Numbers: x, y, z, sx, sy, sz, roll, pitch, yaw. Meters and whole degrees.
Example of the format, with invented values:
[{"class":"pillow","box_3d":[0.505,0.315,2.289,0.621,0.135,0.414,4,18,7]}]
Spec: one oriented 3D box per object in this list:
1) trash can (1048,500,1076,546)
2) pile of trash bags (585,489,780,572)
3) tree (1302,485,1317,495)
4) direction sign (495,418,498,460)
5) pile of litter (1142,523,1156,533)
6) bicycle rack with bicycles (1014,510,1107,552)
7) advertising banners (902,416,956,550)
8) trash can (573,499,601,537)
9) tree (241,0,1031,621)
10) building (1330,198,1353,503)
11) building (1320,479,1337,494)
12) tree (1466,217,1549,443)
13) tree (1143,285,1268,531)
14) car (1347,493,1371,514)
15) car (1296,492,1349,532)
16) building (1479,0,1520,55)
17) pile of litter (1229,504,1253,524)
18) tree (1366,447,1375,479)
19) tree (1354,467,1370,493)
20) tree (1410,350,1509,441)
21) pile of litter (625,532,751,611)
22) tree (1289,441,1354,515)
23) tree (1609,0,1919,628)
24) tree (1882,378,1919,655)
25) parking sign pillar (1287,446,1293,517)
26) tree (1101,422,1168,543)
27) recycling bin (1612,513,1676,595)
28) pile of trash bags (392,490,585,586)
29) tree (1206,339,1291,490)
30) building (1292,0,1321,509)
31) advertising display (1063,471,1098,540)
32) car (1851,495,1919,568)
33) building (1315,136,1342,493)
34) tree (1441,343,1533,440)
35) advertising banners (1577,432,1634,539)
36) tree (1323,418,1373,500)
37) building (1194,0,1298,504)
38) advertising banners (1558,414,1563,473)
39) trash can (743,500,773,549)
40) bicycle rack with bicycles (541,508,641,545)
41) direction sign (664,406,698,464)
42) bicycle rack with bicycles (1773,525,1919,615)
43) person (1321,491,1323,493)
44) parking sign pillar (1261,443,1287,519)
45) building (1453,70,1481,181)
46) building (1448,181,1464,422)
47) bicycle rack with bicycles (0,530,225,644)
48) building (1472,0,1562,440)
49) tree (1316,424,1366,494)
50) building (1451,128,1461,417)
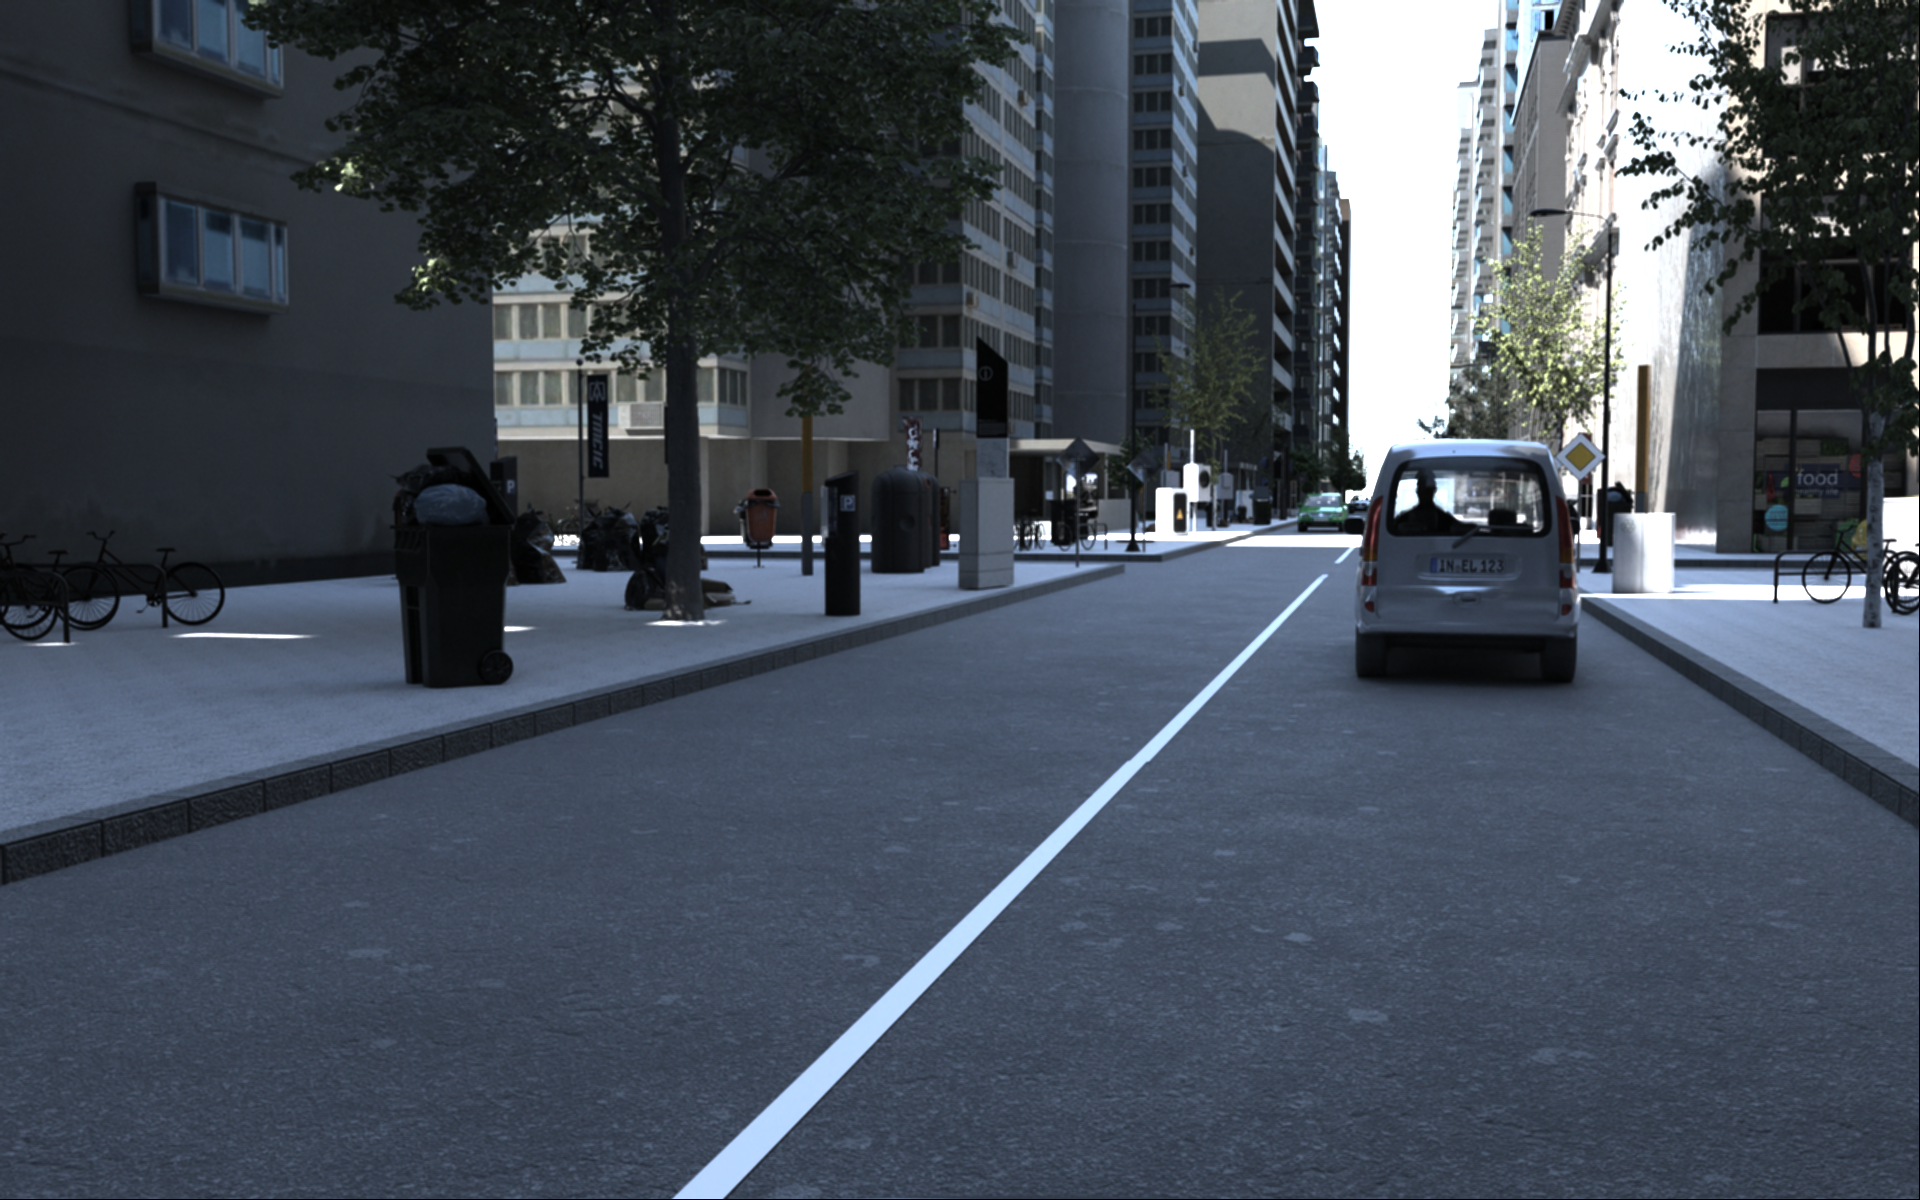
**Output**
[{"class":"trash can","box_3d":[2.566,-1.929,43.190,0.748,1.137,0.748,0,3,0]},{"class":"pile of trash bags","box_3d":[-4.813,-1.222,29.729,3.447,1.369,1.912,-1,4,-16]},{"class":"tree","box_3d":[25.171,-8.035,125.977,1.663,3.219,1.824,0,3,0]},{"class":"direction sign","box_3d":[-14.225,-3.646,51.614,0.876,3.537,0.379,-1,4,-15]},{"class":"pile of litter","box_3d":[6.672,-2.716,58.364,1.176,0.858,1.719,2,4,27]},{"class":"bicycle rack with bicycles","box_3d":[2.016,-1.601,39.556,2.852,0.926,2.925,2,4,27]},{"class":"advertising banners","box_3d":[-0.426,-2.646,39.453,2.074,3.025,0.090,-2,4,-32]},{"class":"trash can","box_3d":[-10.336,-2.222,47.991,0.748,1.137,0.748,0,3,0]},{"class":"tree","box_3d":[-3.143,-6.087,17.642,7.486,12.596,7.792,0,3,0]},{"class":"building","box_3d":[50.429,-37.044,255.772,14.600,45.320,14.200,1,4,14]},{"class":"building","box_3d":[29.300,-31.652,209.390,32.217,40.220,23.993,1,4,14]},{"class":"tree","box_3d":[15.808,-5.881,46.518,4.737,8.622,4.395,0,3,0]},{"class":"tree","box_3d":[8.634,-6.713,60.120,4.737,8.622,4.395,0,3,0]},{"class":"car","box_3d":[29.343,-7.143,126.570,2.009,1.686,4.222,1,4,15]},{"class":"car","box_3d":[13.934,-3.525,66.437,1.959,1.807,4.718,1,4,14]},{"class":"building","box_3d":[59.663,-33.137,161.400,23.786,49.044,30.456,1,4,14]},{"class":"pile of litter","box_3d":[12.398,-3.747,75.228,1.719,0.858,1.176,0,4,-4]},{"class":"tree","box_3d":[61.197,-19.205,264.367,4.360,8.622,3.978,0,3,0]},{"class":"tree","box_3d":[38.442,-11.612,173.572,4.285,4.588,4.351,0,3,0]},{"class":"tree","box_3d":[33.485,-10.942,113.320,8.767,10.594,7.601,2,4,26]},{"class":"pile of litter","box_3d":[-3.097,-0.353,19.729,1.719,0.858,1.176,-3,4,-36]},{"class":"tree","box_3d":[20.957,-7.519,106.648,4.285,4.588,4.351,0,3,0]},{"class":"tree","box_3d":[8.552,-4.040,16.421,4.737,8.622,4.395,0,3,0]},{"class":"tree","box_3d":[7.839,-1.123,12.960,1.663,3.219,1.824,0,3,0]},{"class":"parking sign pillar","box_3d":[18.420,-6.745,98.759,1.447,3.967,1.447,-2,4,-27]},{"class":"tree","box_3d":[4.531,-3.150,46.109,1.663,3.219,1.824,0,3,0]},{"class":"recycling bin","box_3d":[8.879,-0.607,22.481,0.722,1.027,0.722,2,4,24]},{"class":"pile of trash bags","box_3d":[-7.326,-0.953,25.331,3.447,1.369,1.912,3,5,44]},{"class":"tree","box_3d":[13.530,-7.989,80.987,4.360,8.622,3.978,0,3,0]},{"class":"building","box_3d":[19.220,-30.238,149.017,22.147,44.769,28.867,1,4,14]},{"class":"advertising display","box_3d":[3.403,-2.663,48.760,0.974,1.923,0.123,0,4,-7]},{"class":"car","box_3d":[17.947,-1.237,30.452,3.980,1.641,2.015,1,4,13]},{"class":"building","box_3d":[39.822,-37.623,234.749,23.786,49.044,30.456,1,4,14]},{"class":"tree","box_3d":[24.950,-8.036,81.758,4.360,8.622,3.978,0,3,0]},{"class":"advertising banners","box_3d":[18.452,-3.263,49.544,2.074,3.025,0.090,-1,4,-22]},{"class":"tree","box_3d":[37.355,-13.316,168.075,4.737,8.622,4.395,0,3,0]},{"class":"building","box_3d":[12.518,-30.595,123.929,21.300,48.544,21.600,1,4,14]},{"class":"advertising banners","box_3d":[13.304,-2.600,38.693,0.090,3.025,2.074,1,4,14]},{"class":"trash can","box_3d":[-4.668,-1.751,40.289,0.748,1.137,0.748,0,3,0]},{"class":"bicycle rack with bicycles","box_3d":[-9.595,-1.917,44.723,2.925,0.926,2.852,-1,4,-15]},{"class":"direction sign","box_3d":[-7.215,-3.237,44.919,0.876,3.537,0.379,-1,4,-21]},{"class":"bicycle rack with bicycles","box_3d":[10.876,-0.385,19.669,2.925,0.926,2.852,-1,4,-15]},{"class":"person","box_3d":[39.778,-11.118,190.371,1.348,1.812,0.705,0,4,6]},{"class":"parking sign pillar","box_3d":[16.122,-6.260,90.821,1.447,3.967,1.447,1,4,21]},{"class":"building","box_3d":[80.445,-43.021,245.389,21.231,58.520,28.212,1,4,14]},{"class":"building","box_3d":[71.196,-33.205,226.494,14.154,41.232,14.086,1,4,14]},{"class":"bicycle rack with bicycles","box_3d":[-8.683,-0.152,15.875,2.925,0.926,2.852,0,4,2]},{"class":"building","box_3d":[51.348,-50.014,130.399,22.319,86.520,31.000,1,4,14]},{"class":"tree","box_3d":[39.102,-14.040,179.914,4.360,8.622,3.978,0,3,0]},{"class":"building","box_3d":[69.766,-35.723,203.671,23.786,49.044,30.456,1,4,14]}]
